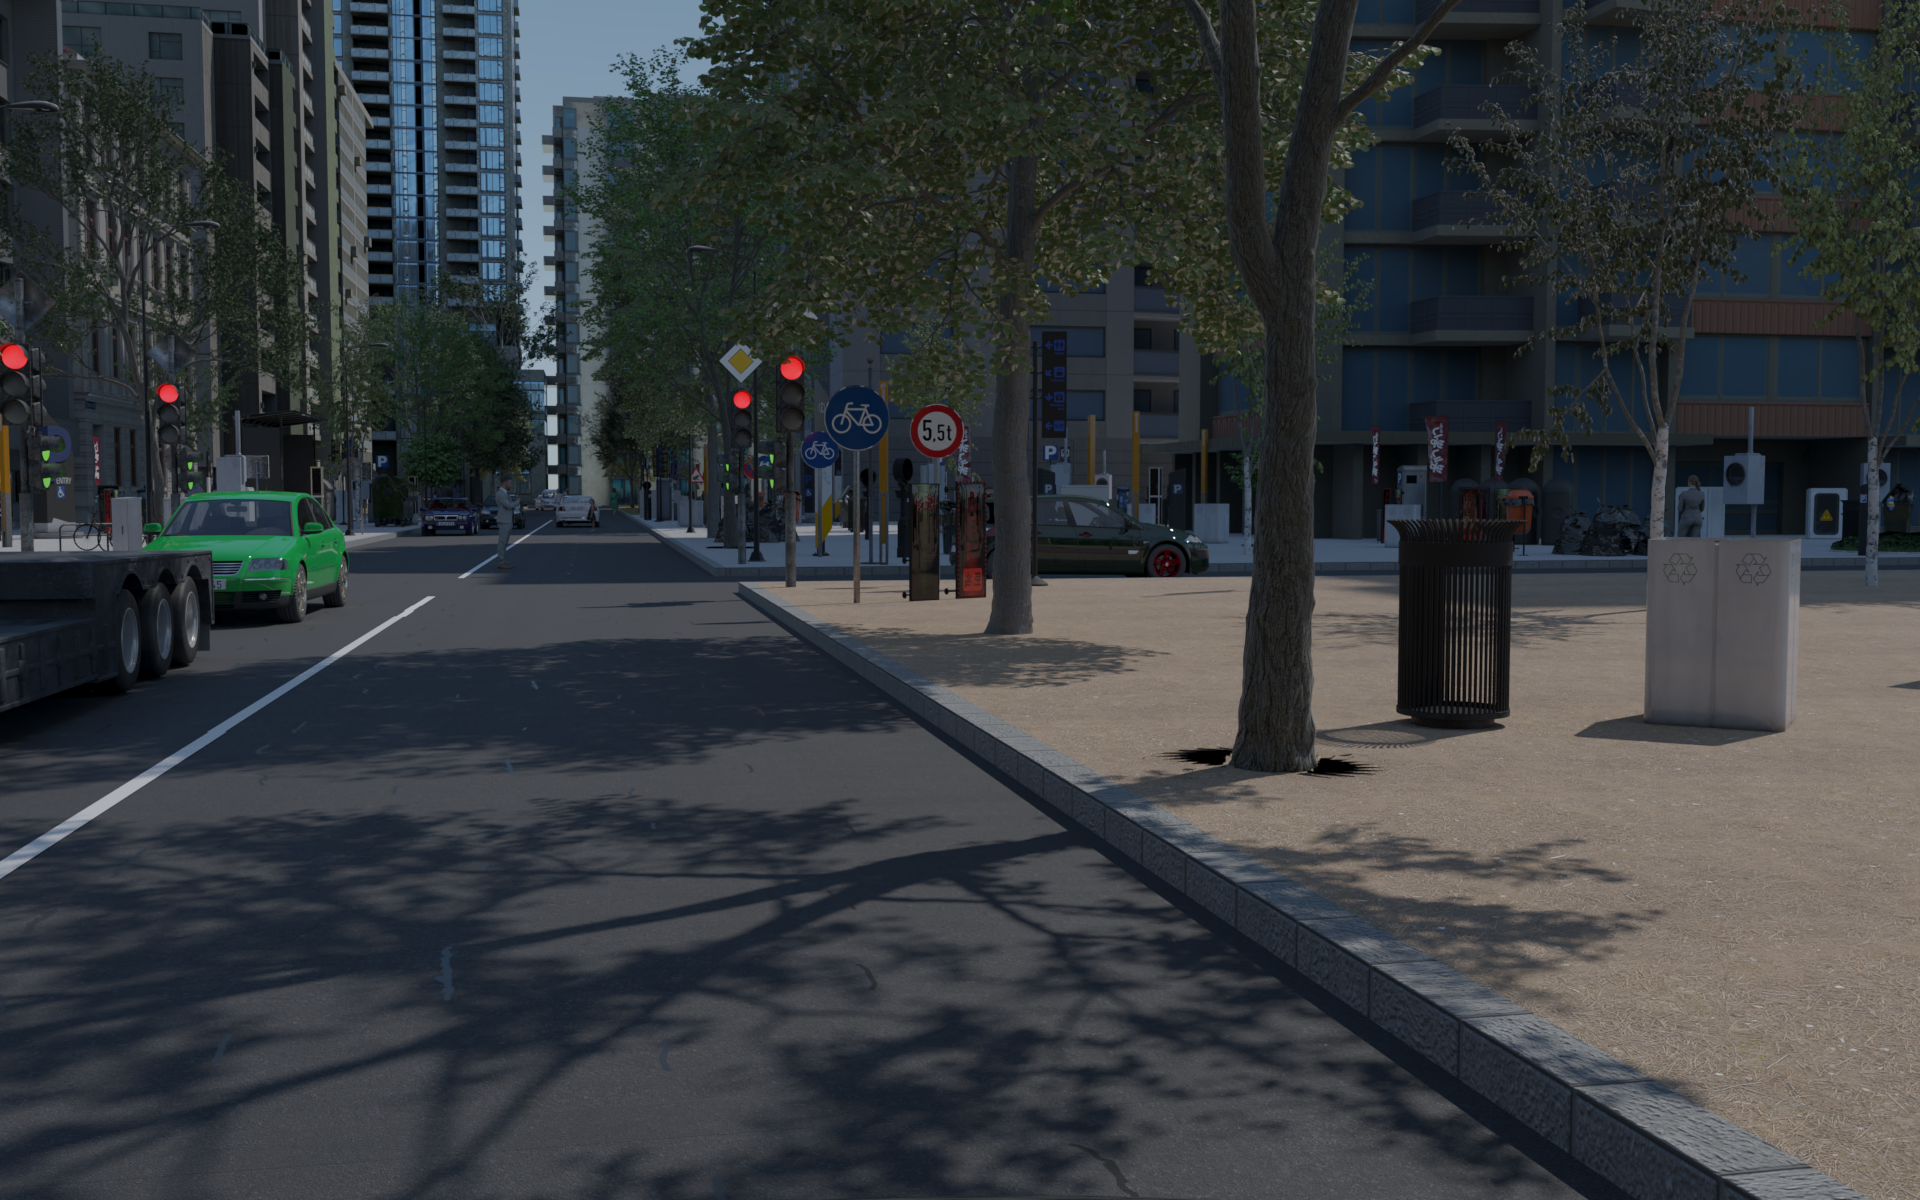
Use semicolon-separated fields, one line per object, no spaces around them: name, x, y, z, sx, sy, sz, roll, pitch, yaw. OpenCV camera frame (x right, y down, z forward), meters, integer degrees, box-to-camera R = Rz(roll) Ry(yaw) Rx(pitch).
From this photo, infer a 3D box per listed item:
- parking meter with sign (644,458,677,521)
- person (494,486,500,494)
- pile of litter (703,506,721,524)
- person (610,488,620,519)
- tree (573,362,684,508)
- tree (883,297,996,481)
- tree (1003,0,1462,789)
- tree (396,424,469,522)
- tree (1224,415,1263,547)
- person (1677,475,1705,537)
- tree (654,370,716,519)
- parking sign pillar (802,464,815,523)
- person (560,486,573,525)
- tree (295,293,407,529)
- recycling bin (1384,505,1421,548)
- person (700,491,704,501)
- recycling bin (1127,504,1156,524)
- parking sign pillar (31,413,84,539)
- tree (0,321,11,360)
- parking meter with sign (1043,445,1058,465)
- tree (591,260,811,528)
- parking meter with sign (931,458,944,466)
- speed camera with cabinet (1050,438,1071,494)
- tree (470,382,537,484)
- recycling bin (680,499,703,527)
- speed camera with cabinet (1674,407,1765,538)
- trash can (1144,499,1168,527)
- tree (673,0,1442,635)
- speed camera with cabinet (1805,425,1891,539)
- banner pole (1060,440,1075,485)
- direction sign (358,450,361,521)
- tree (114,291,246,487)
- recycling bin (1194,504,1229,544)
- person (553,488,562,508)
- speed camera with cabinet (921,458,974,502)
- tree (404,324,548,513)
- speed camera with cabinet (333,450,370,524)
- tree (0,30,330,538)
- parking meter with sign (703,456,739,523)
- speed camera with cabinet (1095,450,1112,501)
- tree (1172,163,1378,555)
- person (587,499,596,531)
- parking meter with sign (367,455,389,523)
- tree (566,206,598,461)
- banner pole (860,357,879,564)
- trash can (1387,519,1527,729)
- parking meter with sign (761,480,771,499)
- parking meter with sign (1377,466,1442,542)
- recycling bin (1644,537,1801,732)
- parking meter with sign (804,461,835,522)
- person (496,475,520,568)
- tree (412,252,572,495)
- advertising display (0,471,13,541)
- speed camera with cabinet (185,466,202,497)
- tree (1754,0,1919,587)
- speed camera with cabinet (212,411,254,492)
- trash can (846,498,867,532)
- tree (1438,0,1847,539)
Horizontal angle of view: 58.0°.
parking meter with sign;-14.272;-5.335;83.488;1.738;3.016;0.543;0;4;7
person;-22.167;-4.549;83.053;0.511;1.800;0.466;0;4;-6
pile of litter;-10.115;-3.635;73.400;1.719;0.858;1.176;3;4;38
person;-20.069;-5.610;100.477;0.600;1.795;0.529;0;4;3
tree;-30.160;-15.177;158.508;12.009;13.543;11.850;0;3;0
tree;-0.844;-6.770;61.055;4.737;8.622;4.395;0;3;0
tree;1.446;-5.009;7.648;9.928;11.665;9.643;0;3;0
tree;-24.731;-5.970;81.319;4.285;4.588;4.351;0;3;0
tree;7.440;-2.932;42.532;1.663;3.219;1.824;0;3;0
person;13.799;-1.475;32.888;0.520;1.790;0.573;-1;4;-14
tree;-14.584;-8.465;88.762;4.737;8.622;4.395;0;3;0
parking sign pillar;-6.329;-5.370;76.278;1.447;3.967;1.447;2;4;27
person;-18.459;-4.415;80.963;0.850;1.792;0.678;0;4;8
tree;-22.268;-6.928;63.636;4.737;8.622;4.395;0;3;0
recycling bin;10.588;-1.766;41.432;0.722;1.027;0.722;2;4;25
person;-27.796;-10.923;187.228;0.705;1.807;1.348;-3;4;-38
recycling bin;4.740;-2.001;45.266;0.722;1.027;0.722;1;4;8
parking sign pillar;-26.124;-3.758;49.909;1.447;3.967;1.447;0;4;6
tree;-11.425;-2.067;17.510;4.285;4.588;4.351;0;3;0
parking meter with sign;3.184;-3.934;60.576;0.543;3.016;1.738;0;4;1
tree;-9.117;-7.986;64.985;7.601;10.594;8.767;-2;4;-24
parking meter with sign;-1.052;-4.917;76.661;0.543;3.016;1.738;0;4;4
speed camera with cabinet;2.936;-3.534;52.122;0.660;3.252;2.038;0;4;-1
tree;-43.173;-14.919;162.059;7.486;12.596;7.792;0;3;0
recycling bin;-10.605;-3.416;68.410;0.722;1.027;0.722;1;4;14
speed camera with cabinet;17.504;-2.790;39.946;0.660;3.252;2.038;-2;4;-25
trash can;5.642;-2.318;49.551;0.748;1.137;0.748;0;3;0
tree;0.830;-5.977;15.848;7.486;12.596;7.792;0;3;0
speed camera with cabinet;25.106;-3.342;48.970;2.038;3.252;0.660;1;4;18
banner pole;5.041;-5.525;80.353;0.863;3.779;0.401;0;3;0
direction sign;-28.289;-5.454;81.172;0.379;3.537;0.876;-2;4;-34
tree;-28.826;-6.952;64.031;4.737;8.622;4.395;0;3;0
recycling bin;6.557;-1.994;45.151;0.722;1.027;0.722;2;4;31
person;-21.485;-5.146;93.312;0.731;1.740;0.598;-2;4;-35
speed camera with cabinet;-0.161;-3.593;53.076;2.038;3.252;0.660;-1;4;-11
tree;-32.810;-12.261;117.482;9.611;12.733;9.660;0;3;0
speed camera with cabinet;-26.400;-4.887;74.232;2.038;3.252;0.660;1;4;10
tree;-16.542;-6.168;35.253;7.601;10.594;8.767;2;4;26
parking meter with sign;-10.717;-5.042;78.695;1.738;3.016;0.543;-2;4;-26
speed camera with cabinet;5.811;-5.138;78.345;2.038;3.252;0.660;1;4;18
tree;6.157;-5.236;35.965;4.737;8.622;4.395;0;3;0
person;-14.169;-3.266;66.565;0.373;1.253;0.362;-1;4;-14
parking meter with sign;-25.939;-4.946;77.133;0.543;3.016;1.738;0;4;-2
tree;-7.577;-8.071;50.088;7.486;12.596;7.792;0;3;0
banner pole;-1.650;-2.562;31.900;0.401;3.779;0.863;0;4;-4
trash can;2.748;0.124;9.630;0.748;1.137;0.748;0;3;0
parking meter with sign;-10.415;-5.922;93.081;0.543;3.016;1.738;-1;4;-14
parking meter with sign;12.175;-3.089;46.768;1.738;3.016;0.543;0;4;-4
recycling bin;4.301;0.171;9.765;0.722;1.027;0.722;2;4;30
parking meter with sign;-6.505;-5.174;80.858;1.738;3.016;0.543;3;5;44
person;-8.728;-1.516;33.473;0.466;1.800;0.511;-1;4;-15
tree;-34.667;-16.977;133.464;12.611;20.169;13.585;0;3;0
advertising display;-26.145;-2.543;46.794;0.974;1.923;0.123;-3;4;-37
speed camera with cabinet;-31.653;-4.823;73.197;2.038;3.252;0.660;-1;4;-21
tree;12.670;-4.473;23.494;4.737;8.622;4.395;0;3;0
speed camera with cabinet;-17.478;-2.901;41.760;0.660;3.252;2.038;-1;4;-14
trash can;-3.625;-3.040;61.360;0.748;1.137;0.748;0;3;0
tree;7.691;-4.211;19.213;4.360;8.622;3.978;0;3;0
